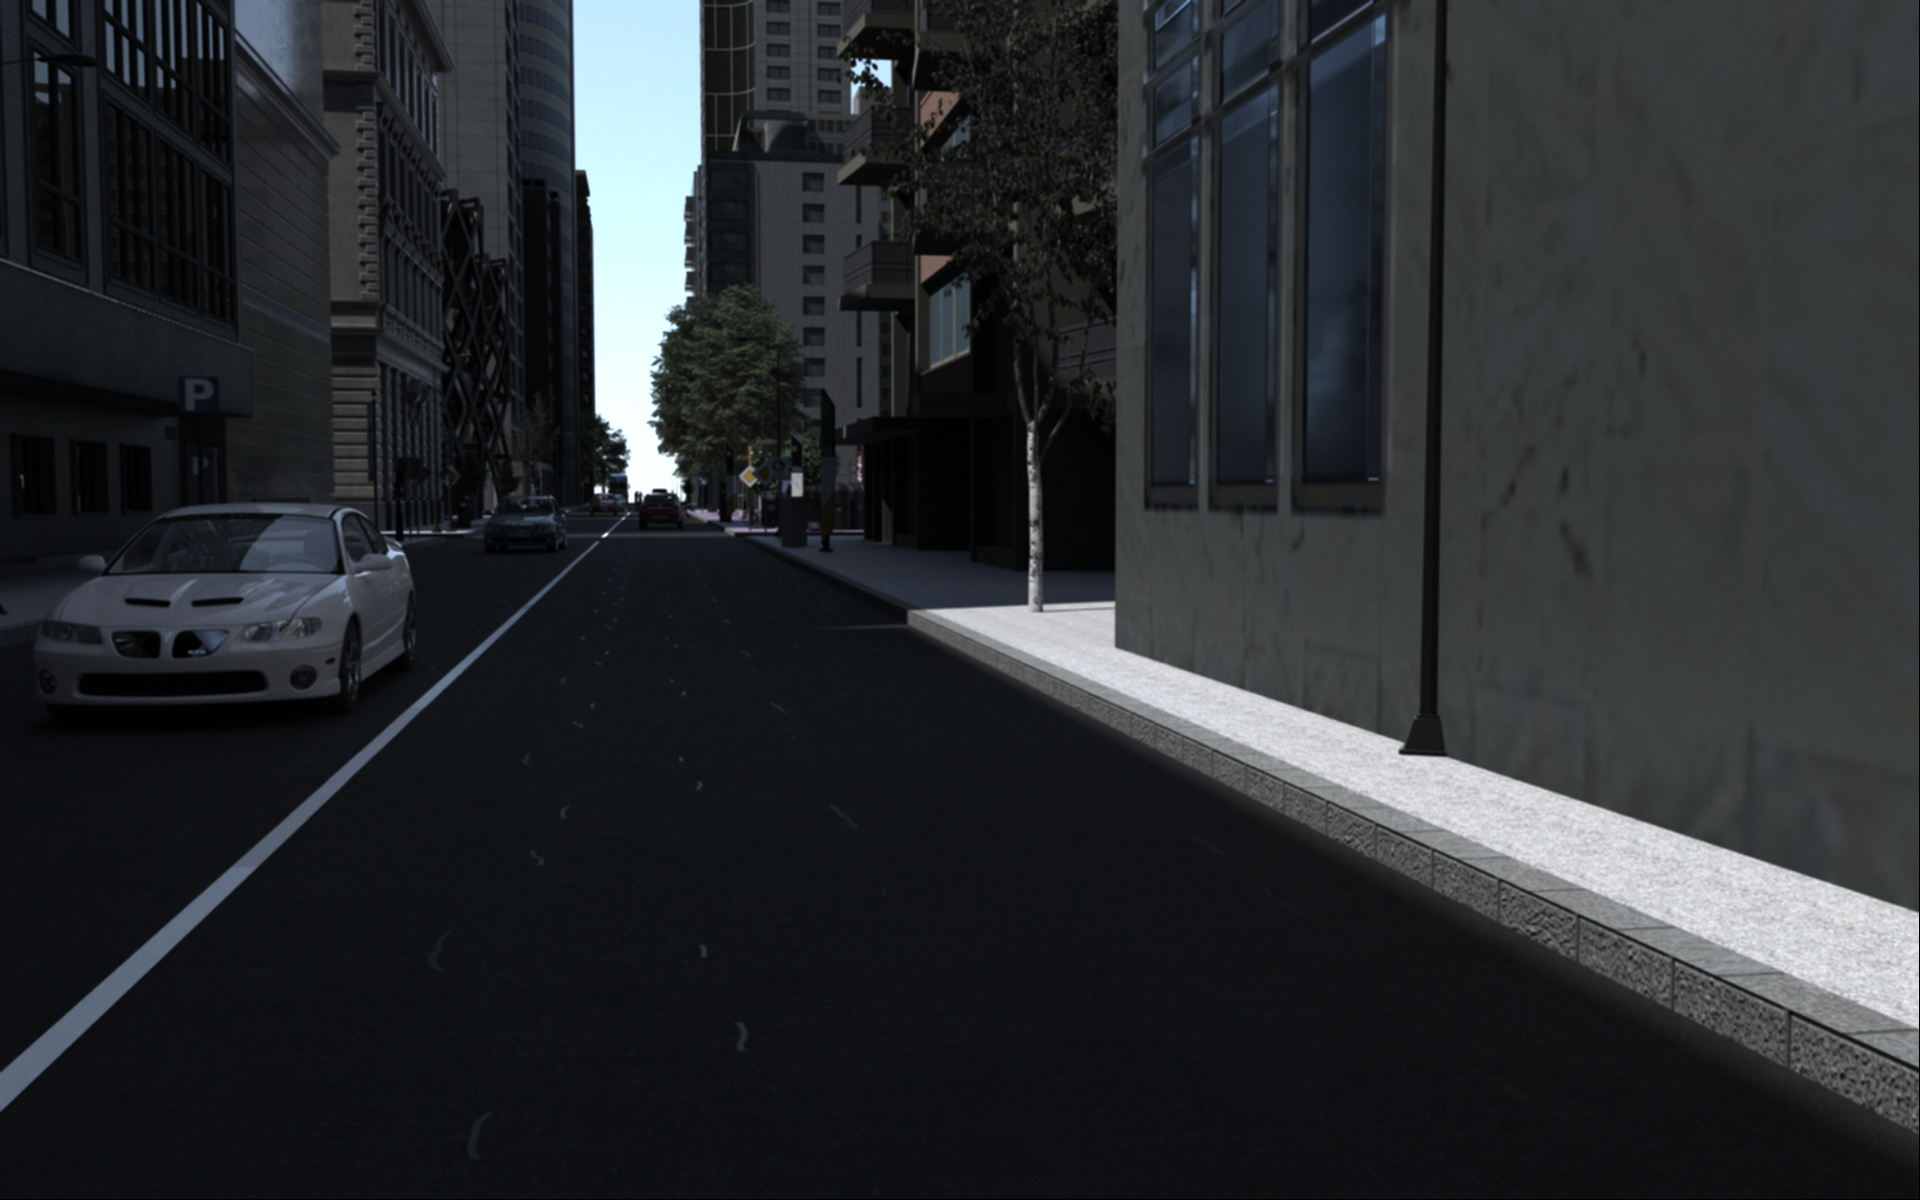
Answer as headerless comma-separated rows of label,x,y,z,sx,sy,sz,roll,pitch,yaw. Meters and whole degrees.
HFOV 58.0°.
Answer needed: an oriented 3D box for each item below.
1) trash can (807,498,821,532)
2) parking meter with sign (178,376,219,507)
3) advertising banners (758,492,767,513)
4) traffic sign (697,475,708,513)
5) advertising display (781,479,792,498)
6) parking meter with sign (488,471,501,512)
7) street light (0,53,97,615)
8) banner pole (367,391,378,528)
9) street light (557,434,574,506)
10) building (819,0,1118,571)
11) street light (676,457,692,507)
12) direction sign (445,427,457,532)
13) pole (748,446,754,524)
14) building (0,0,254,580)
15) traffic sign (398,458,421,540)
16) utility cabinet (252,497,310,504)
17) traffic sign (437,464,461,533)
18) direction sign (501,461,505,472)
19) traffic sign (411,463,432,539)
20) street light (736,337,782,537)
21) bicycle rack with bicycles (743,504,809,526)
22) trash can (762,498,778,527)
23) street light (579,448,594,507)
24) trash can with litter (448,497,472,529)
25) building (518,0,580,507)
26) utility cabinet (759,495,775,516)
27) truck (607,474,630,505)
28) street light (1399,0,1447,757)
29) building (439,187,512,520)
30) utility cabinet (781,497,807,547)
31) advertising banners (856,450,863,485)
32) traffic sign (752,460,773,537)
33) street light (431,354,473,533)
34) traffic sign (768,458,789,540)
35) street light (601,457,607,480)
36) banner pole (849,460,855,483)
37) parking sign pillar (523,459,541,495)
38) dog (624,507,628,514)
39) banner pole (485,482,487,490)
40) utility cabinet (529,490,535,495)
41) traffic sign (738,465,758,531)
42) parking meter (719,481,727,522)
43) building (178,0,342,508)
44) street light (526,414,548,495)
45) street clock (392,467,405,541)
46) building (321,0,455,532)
trash can,-4.991,-2.922,59.431,0.748,1.137,0.748,0,3,0
parking meter with sign,-11.564,-1.848,26.468,0.543,3.016,1.738,-1,4,-21
advertising banners,-13.333,-7.299,115.527,0.090,3.025,2.074,1,4,19
traffic sign,-17.282,-7.104,116.252,0.768,2.556,0.104,0,4,-7
advertising display,-7.282,-4.226,74.314,0.974,1.923,0.123,-3,4,-37
parking meter with sign,-33.275,-7.848,124.579,0.543,3.016,1.738,-3,5,-41
street light,-9.798,-2.800,18.322,1.470,5.913,1.316,-1,4,-10
banner pole,-14.366,-3.202,42.366,0.401,3.779,0.863,-2,4,-34
street light,-30.323,-9.804,132.838,1.470,5.913,1.316,-1,4,-10
building,8.941,-23.401,37.223,22.147,44.769,28.867,-1,4,-10
street light,-26.381,-11.810,165.630,1.470,5.913,1.316,-1,4,-10
direction sign,-17.302,-4.085,58.792,0.379,3.537,0.876,0,4,2
pole,-8.856,-4.869,73.453,0.158,3.312,0.155,0,3,0
building,-19.070,-13.952,21.622,14.314,27.812,24.014,-1,4,-10
traffic sign,-15.465,-2.848,48.696,0.606,2.300,0.079,-1,4,-10
utility cabinet,-13.176,-1.375,33.651,1.020,1.237,0.306,-2,4,-30
traffic sign,-16.988,-3.302,57.630,0.795,2.450,0.064,-1,4,-10
direction sign,-30.876,-7.659,117.225,0.379,3.537,0.876,-2,4,-34
traffic sign,-15.580,-2.821,49.769,0.795,2.450,0.064,-1,4,-10
street light,-5.917,-4.825,51.424,1.470,5.913,1.316,-1,4,-10
bicycle rack with bicycles,-7.284,-3.441,69.640,2.925,0.926,2.852,-1,4,-20
trash can,-7.312,-3.365,66.677,0.748,1.137,0.748,0,3,0
street light,-37.971,-12.435,175.859,1.470,5.913,1.316,-1,4,-10
trash can with litter,-18.651,-3.246,64.452,1.055,1.170,0.624,2,4,32
building,-50.392,-38.808,176.505,21.231,58.520,28.212,-1,4,-10
utility cabinet,-11.477,-5.608,102.856,0.306,1.237,1.020,3,5,44
truck,-46.246,-14.970,234.524,2.967,4.110,18.799,-1,4,-11
street light,1.803,-2.190,8.340,1.470,5.913,1.316,-1,4,-10
building,-36.268,-14.580,105.843,16.820,18.784,16.811,-1,4,-10
utility cabinet,-4.054,-1.907,42.337,0.306,1.237,1.020,1,4,16
advertising banners,-3.549,-4.401,68.141,0.090,3.025,2.074,-2,4,-35
traffic sign,-5.788,-2.927,51.496,0.795,2.450,0.064,-1,4,-10
street light,-16.850,-5.195,57.471,1.470,5.913,1.316,-1,4,-10
traffic sign,-4.994,-2.791,47.765,0.606,2.300,0.079,0,4,-3
street light,-45.165,-14.897,216.106,1.470,5.913,1.316,-1,4,-10
banner pole,-8.026,-8.481,128.679,0.401,3.779,0.863,2,4,34
parking sign pillar,-31.644,-8.533,127.988,1.447,3.967,1.447,3,4,38
dog,-23.739,-6.362,123.309,0.540,0.507,0.406,1,4,22
banner pole,-32.173,-7.757,116.851,0.863,3.779,0.401,3,5,44
utility cabinet,-25.333,-5.743,102.570,0.318,1.500,1.173,-1,4,-12
traffic sign,-7.195,-3.408,59.356,0.795,2.450,0.064,-1,4,-10
parking meter,-10.847,-4.517,79.559,0.399,1.863,0.255,0,4,-6
building,-25.910,-15.538,39.954,20.117,28.700,13.634,-1,4,-10
street light,-24.616,-7.835,100.645,1.470,5.913,1.316,-1,4,-10
street clock,-15.264,-2.603,47.122,0.358,2.002,0.471,-2,4,-29
building,-25.954,-14.514,66.188,11.050,23.489,19.941,-1,4,-10
